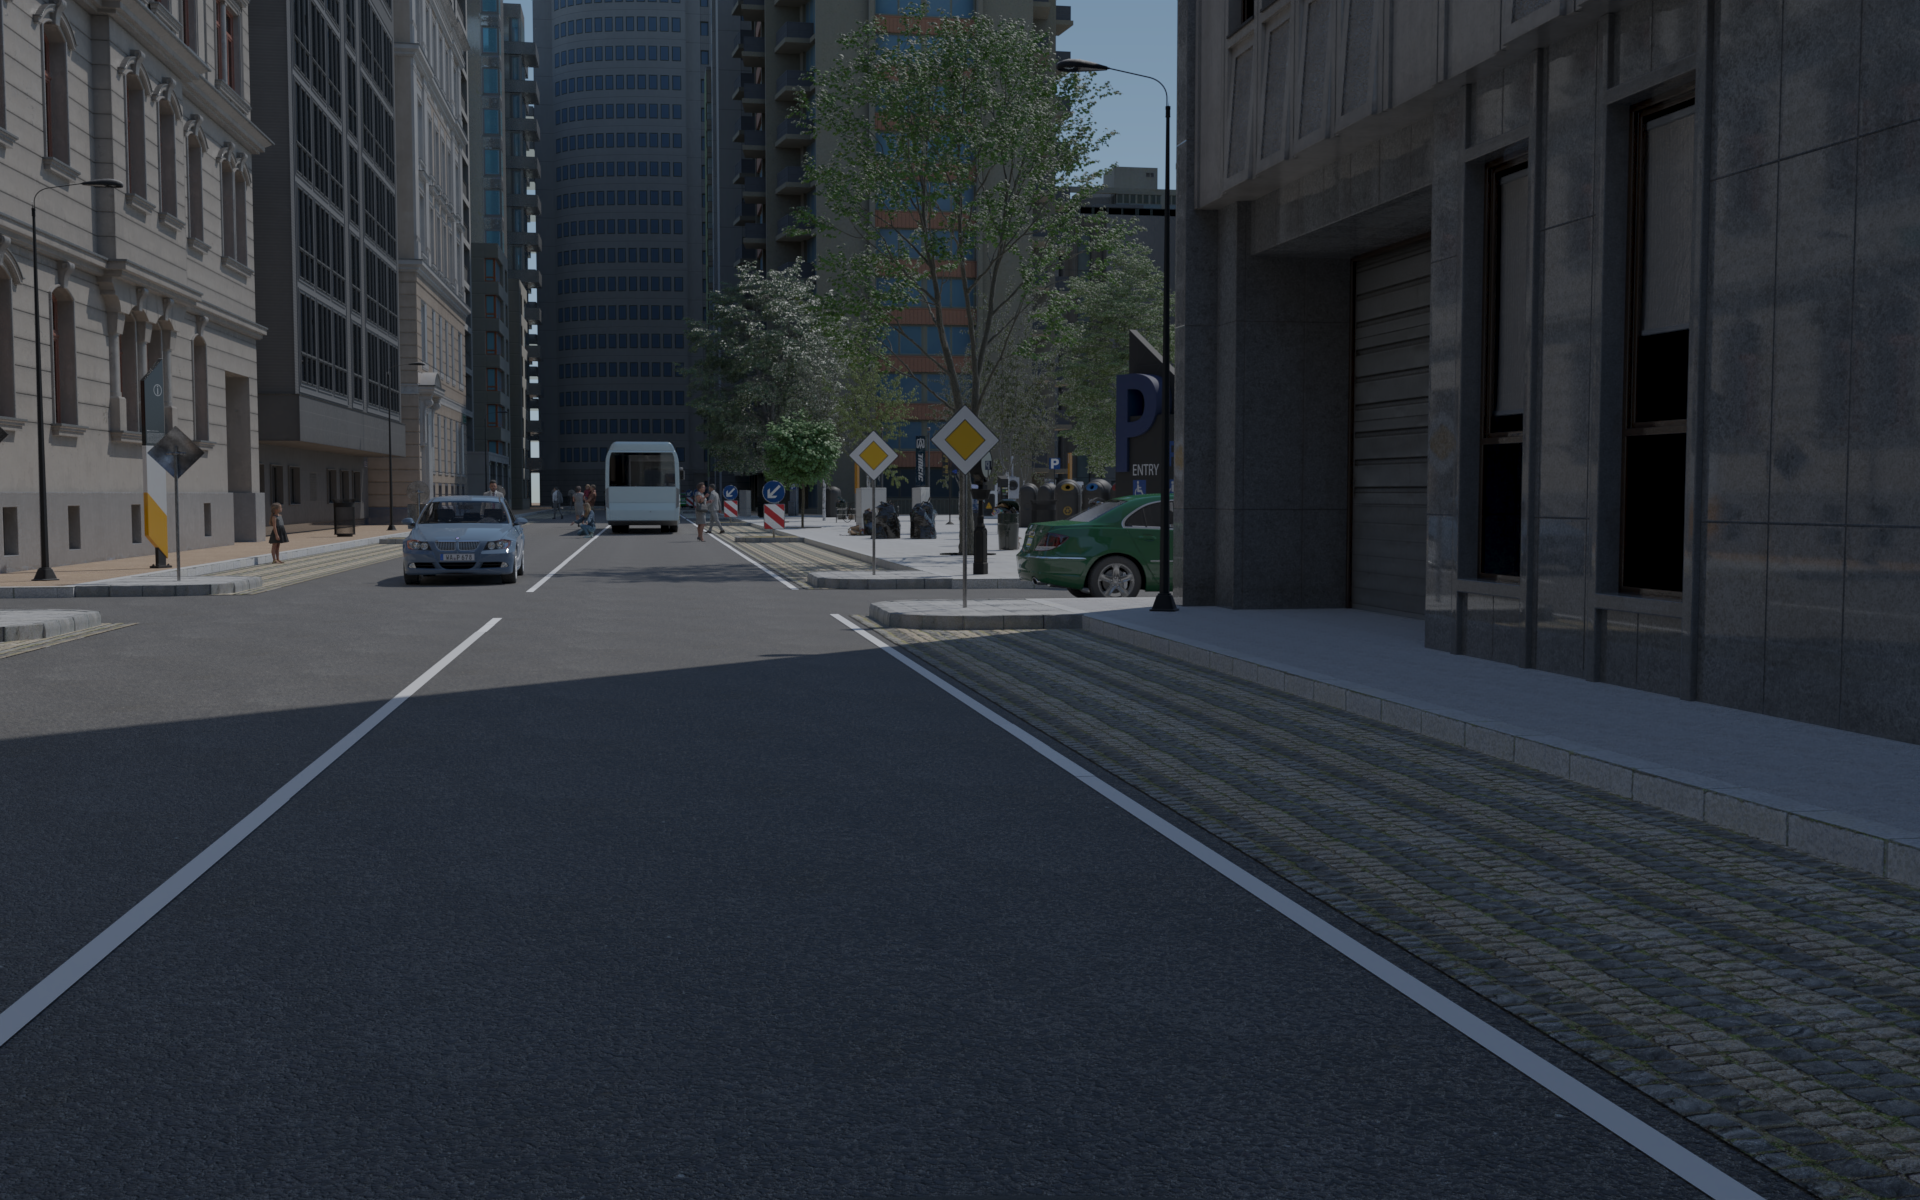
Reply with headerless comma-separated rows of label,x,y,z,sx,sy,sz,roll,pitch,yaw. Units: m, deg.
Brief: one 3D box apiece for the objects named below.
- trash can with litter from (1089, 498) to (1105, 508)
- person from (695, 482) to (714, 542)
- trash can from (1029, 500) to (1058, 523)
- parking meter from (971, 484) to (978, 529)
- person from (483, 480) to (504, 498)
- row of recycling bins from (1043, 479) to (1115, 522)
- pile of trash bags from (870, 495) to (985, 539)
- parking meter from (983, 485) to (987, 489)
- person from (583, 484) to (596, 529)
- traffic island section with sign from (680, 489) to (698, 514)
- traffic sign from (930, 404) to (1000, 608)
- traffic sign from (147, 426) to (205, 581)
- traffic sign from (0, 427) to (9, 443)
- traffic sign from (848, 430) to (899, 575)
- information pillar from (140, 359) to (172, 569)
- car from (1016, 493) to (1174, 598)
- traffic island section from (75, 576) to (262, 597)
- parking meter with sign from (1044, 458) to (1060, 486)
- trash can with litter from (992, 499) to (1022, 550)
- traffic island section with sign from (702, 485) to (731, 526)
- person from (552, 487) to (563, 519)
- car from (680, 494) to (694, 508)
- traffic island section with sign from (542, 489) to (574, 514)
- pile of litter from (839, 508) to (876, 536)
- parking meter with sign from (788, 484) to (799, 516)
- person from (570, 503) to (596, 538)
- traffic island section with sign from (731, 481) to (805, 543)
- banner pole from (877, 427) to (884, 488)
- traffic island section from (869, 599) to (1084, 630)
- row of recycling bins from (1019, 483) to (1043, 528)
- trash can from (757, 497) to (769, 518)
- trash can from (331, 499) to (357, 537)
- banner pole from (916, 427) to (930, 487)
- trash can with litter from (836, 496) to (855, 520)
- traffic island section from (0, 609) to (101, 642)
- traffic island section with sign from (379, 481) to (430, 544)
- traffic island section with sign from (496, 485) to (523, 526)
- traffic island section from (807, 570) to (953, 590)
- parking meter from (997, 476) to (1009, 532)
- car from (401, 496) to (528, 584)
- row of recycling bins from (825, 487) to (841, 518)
trash can with litter,2.384,-1.391,33.807,1.678,1.210,2.233,3,4,39
person,-7.736,-2.651,52.210,0.532,1.782,0.716,0,4,3
trash can,2.084,-1.934,43.281,0.748,1.137,0.748,0,3,0
parking meter,0.336,-2.134,43.295,0.372,1.533,0.369,0,3,0
person,-11.945,-2.178,44.377,0.678,1.792,0.850,-1,4,-18
row of recycling bins,4.128,-2.474,47.558,3.534,1.692,1.069,2,4,35
pile of trash bags,-0.955,-2.457,49.916,3.447,1.369,1.912,1,4,16
parking meter,1.338,-5.473,95.194,0.399,1.863,0.255,0,4,-5
person,-15.169,-3.829,71.083,0.580,1.828,0.573,1,4,11
traffic island section with sign,-19.439,-7.285,127.736,1.989,1.847,2.006,-1,4,-10
traffic sign,0.052,-0.970,19.502,0.795,2.450,0.064,-1,4,-10
traffic sign,-11.550,-1.340,25.552,0.795,2.450,0.064,-1,4,-10
traffic sign,-10.132,-0.859,17.693,0.795,2.450,0.064,-1,4,-10
traffic sign,-1.365,-1.451,27.361,0.795,2.450,0.064,-1,4,-10
information pillar,-13.862,-2.352,29.812,0.183,3.616,0.504,1,4,14
car,3.211,-0.692,23.117,4.920,1.459,2.131,-1,4,-8
traffic island section,-11.571,-0.204,25.609,2.009,0.180,2.903,-1,4,-10
parking meter with sign,4.415,-5.390,84.384,0.543,3.016,1.738,-1,4,-10
trash can with litter,1.094,-1.742,39.868,0.624,1.170,1.055,0,4,8
traffic island section with sign,-10.499,-4.254,78.180,1.989,1.847,2.006,-1,4,-10
person,-22.997,-5.529,99.002,0.850,1.850,0.679,3,4,39
car,-26.166,-9.504,164.183,1.959,1.807,4.718,-1,4,-10
traffic island section with sign,-29.414,-7.202,126.377,1.989,1.847,2.006,-1,4,-10
pile of litter,-2.965,-2.429,53.675,1.719,0.858,1.176,-1,4,-19
parking meter with sign,-9.766,-6.449,101.696,0.543,3.016,1.738,0,4,4
person,-12.229,-2.602,56.535,0.738,1.151,1.012,-2,4,-29
traffic island section with sign,-5.710,-2.631,51.652,1.989,1.847,2.006,-1,4,-10
banner pole,-3.007,-4.603,65.276,0.401,3.779,0.863,-1,4,-19
traffic island section,0.074,0.165,19.583,2.009,0.180,2.903,-1,4,-10
row of recycling bins,3.800,-3.583,65.687,3.534,1.692,1.069,2,4,30
trash can,-10.686,-5.040,94.052,0.748,1.137,0.748,0,3,0
trash can,-18.477,-2.467,51.988,0.748,1.137,0.748,0,3,0
banner pole,-1.357,-4.599,65.214,0.863,3.779,0.401,3,4,37
trash can with litter,-5.670,-4.596,86.540,1.055,1.170,0.624,1,4,15
traffic island section,-10.154,0.277,17.750,2.009,0.180,2.903,-1,4,-10
traffic island section with sign,-15.688,-2.544,50.228,1.989,1.847,2.006,-1,4,-10
traffic island section with sign,-20.553,-4.195,77.224,1.989,1.847,2.006,-1,4,-10
traffic island section,-1.343,-0.316,27.442,2.009,0.180,2.903,-1,4,-10
parking meter,1.373,-3.035,55.340,0.255,1.863,0.399,-1,4,-20
car,-8.279,-1.046,29.111,2.014,1.417,4.499,-1,4,-12
row of recycling bins,-7.144,-5.459,96.363,1.069,1.692,3.534,0,4,-5
